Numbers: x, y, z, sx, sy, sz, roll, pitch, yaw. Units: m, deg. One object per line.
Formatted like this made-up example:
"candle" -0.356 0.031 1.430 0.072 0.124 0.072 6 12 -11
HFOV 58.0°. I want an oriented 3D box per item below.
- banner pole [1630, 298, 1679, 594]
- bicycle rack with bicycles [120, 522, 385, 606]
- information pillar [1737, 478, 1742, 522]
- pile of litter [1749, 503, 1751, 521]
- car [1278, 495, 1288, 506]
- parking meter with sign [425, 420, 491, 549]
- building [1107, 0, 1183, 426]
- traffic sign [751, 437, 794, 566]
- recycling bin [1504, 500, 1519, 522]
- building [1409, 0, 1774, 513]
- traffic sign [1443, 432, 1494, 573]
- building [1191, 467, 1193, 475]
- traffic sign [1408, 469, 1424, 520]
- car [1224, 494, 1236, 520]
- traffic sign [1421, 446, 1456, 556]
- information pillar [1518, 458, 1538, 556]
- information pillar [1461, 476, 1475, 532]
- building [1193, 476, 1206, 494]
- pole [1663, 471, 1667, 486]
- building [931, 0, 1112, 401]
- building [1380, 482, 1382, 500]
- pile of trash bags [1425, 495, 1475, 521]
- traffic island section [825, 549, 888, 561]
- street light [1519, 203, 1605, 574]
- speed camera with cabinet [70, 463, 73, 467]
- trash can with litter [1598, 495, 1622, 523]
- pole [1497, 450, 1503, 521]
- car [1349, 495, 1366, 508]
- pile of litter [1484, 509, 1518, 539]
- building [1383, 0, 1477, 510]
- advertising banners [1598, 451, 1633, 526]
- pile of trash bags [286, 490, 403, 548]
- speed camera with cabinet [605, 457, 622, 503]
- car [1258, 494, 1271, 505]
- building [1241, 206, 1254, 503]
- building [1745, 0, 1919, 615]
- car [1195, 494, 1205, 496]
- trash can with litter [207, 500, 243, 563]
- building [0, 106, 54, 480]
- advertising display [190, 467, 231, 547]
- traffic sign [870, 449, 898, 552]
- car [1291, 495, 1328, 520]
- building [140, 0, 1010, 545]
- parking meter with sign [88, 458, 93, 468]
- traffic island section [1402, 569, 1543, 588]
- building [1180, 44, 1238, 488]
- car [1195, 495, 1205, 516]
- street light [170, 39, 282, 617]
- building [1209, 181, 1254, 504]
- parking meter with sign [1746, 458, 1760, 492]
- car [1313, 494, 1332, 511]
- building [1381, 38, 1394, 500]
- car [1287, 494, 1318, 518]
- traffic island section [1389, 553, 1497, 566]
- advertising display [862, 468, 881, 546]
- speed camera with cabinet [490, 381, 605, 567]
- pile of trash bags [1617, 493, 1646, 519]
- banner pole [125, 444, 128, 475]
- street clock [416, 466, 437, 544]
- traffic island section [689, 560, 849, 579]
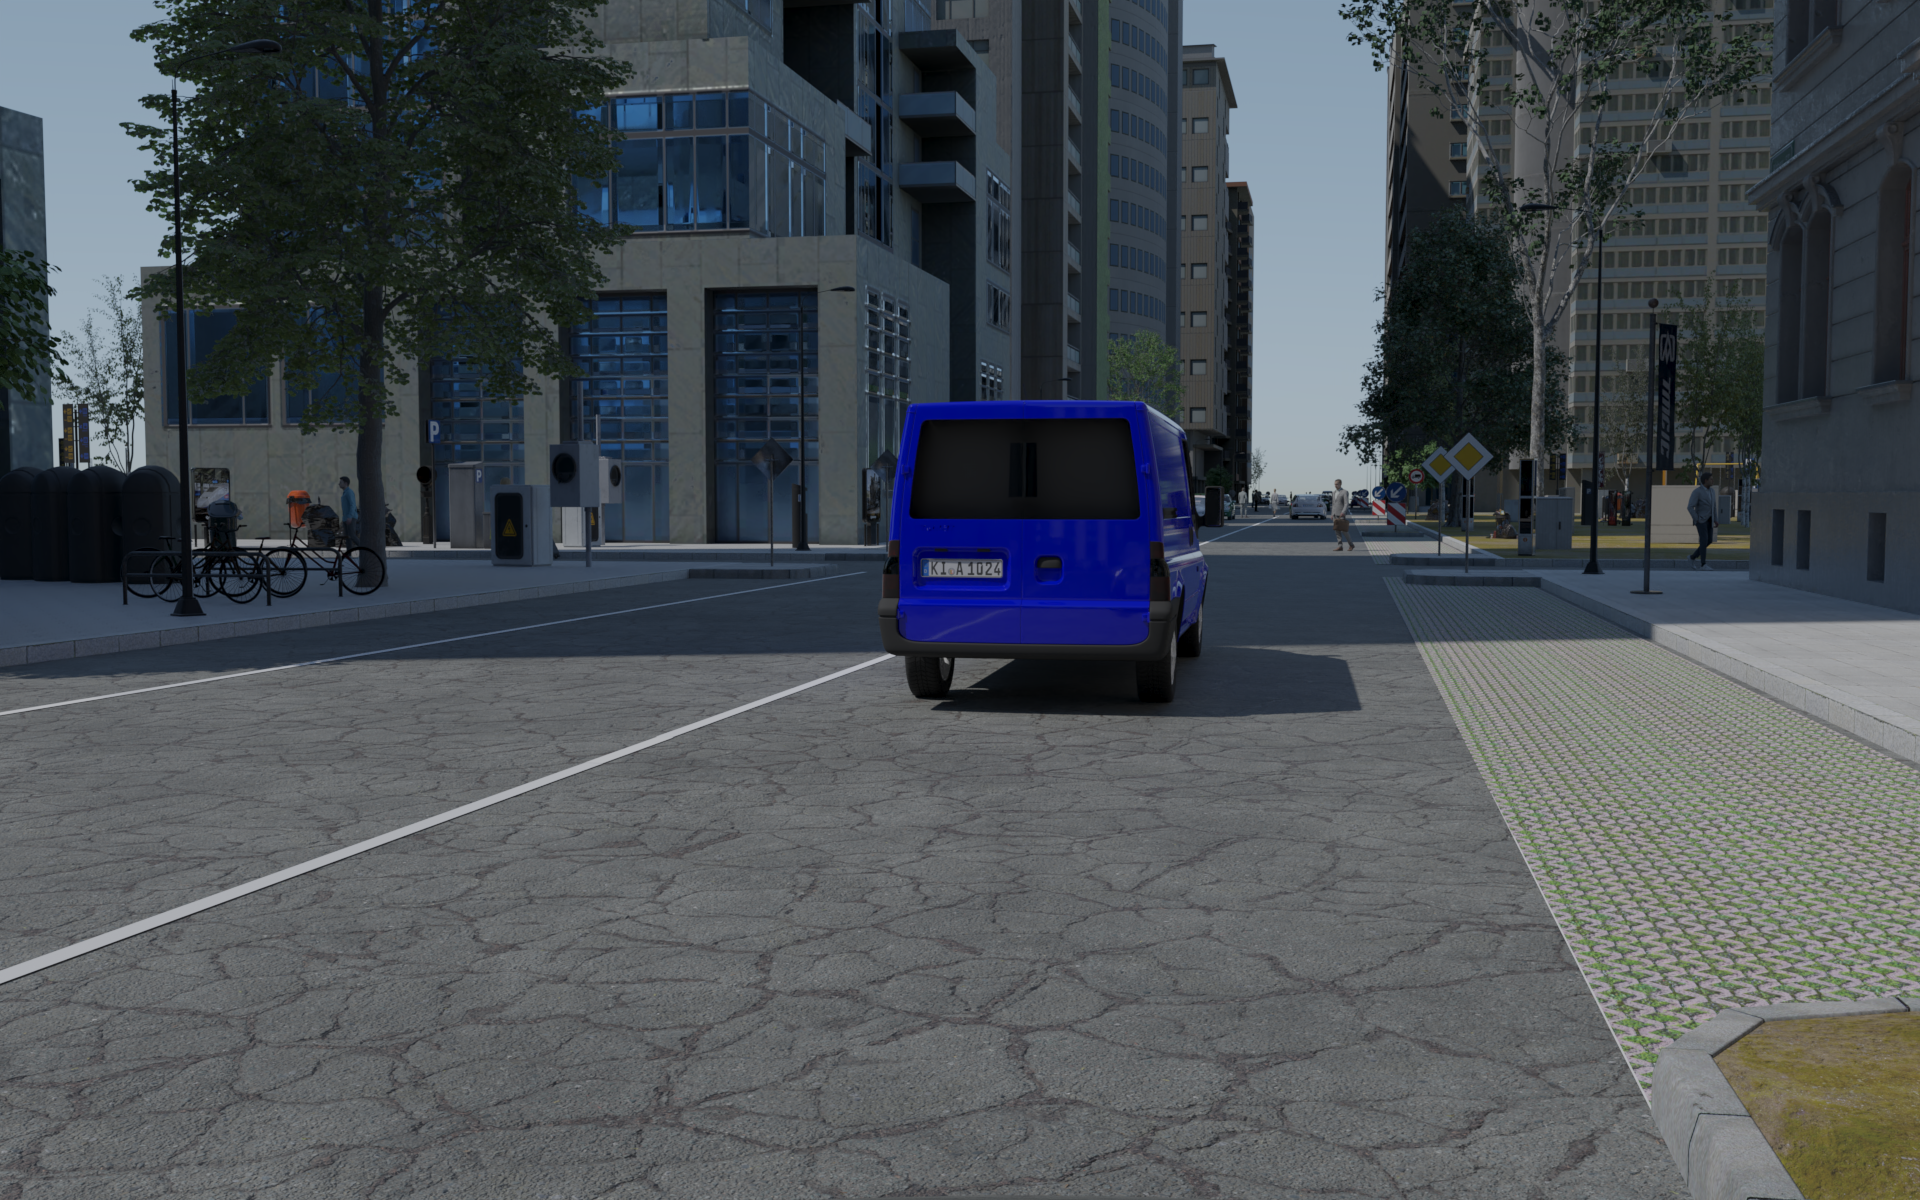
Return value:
"banner pole" 9.029 -1.979 22.370 0.863 3.779 0.401 -3 5 -40
"bicycle rack with bicycles" -8.850 -0.465 20.982 2.925 0.926 2.852 0 4 8
"information pillar" 36.168 -4.631 80.205 0.304 2.012 0.304 2 4 25
"pile of litter" 37.441 -4.124 81.393 1.719 0.858 1.176 -2 4 -24
"car" 39.622 -12.349 214.262 2.083 1.381 4.827 1 4 12
"parking meter with sign" -11.604 -2.717 40.682 1.738 3.016 0.543 1 4 12
"building" 4.551 -35.807 127.448 21.231 58.520 28.212 1 4 12
"traffic sign" -3.330 -1.652 30.655 0.795 2.450 0.064 1 4 12
"recycling bin" 25.319 -4.081 79.275 0.722 1.027 0.722 2 4 27
"building" 48.934 -26.334 122.448 32.217 40.220 23.993 1 4 12
"traffic sign" 8.235 -1.496 28.103 0.795 2.450 0.064 1 4 12
"building" 9.841 -43.584 150.848 20.563 71.187 20.611 1 4 12
"traffic sign" 22.859 -5.302 86.797 0.768 2.556 0.104 1 4 15
"car" 14.395 -5.202 96.854 2.131 1.459 4.920 1 4 13
"traffic sign" 9.948 -1.973 35.903 0.795 2.450 0.064 1 4 12
"information pillar" 11.773 -1.923 35.929 0.304 2.012 0.304 2 4 31
"information pillar" 17.372 -3.348 59.237 0.304 2.012 0.304 -3 5 -40
"building" 8.386 -29.542 174.900 32.217 40.220 23.993 1 4 12
"pole" 39.437 -6.306 96.951 0.158 3.312 0.155 0 3 0
"building" -0.150 -24.775 88.669 14.154 41.232 14.086 1 4 12
"building" 77.077 -34.039 248.420 32.217 40.220 23.993 1 4 12
"pile of trash bags" 24.219 -4.574 84.545 1.912 1.369 3.447 3 5 41
"traffic island section" -1.641 -0.993 38.521 2.009 0.180 2.903 1 4 12
"street light" 9.639 -3.377 27.748 1.470 5.913 1.316 1 4 12
"speed camera with cabinet" -32.147 -4.268 64.115 2.038 3.252 0.660 -3 5 -39
"trash can with litter" 29.424 -4.119 78.404 1.678 1.210 2.233 0 4 -5
"pole" 22.637 -4.818 72.616 0.158 3.312 0.155 0 3 0
"car" 41.052 -10.127 178.154 1.945 1.354 3.894 1 4 12
"pile of litter" 15.816 -2.197 49.883 1.176 0.858 1.719 0 4 -4
"building" 52.796 -33.331 168.658 21.300 48.544 21.600 1 4 12
"advertising banners" 26.413 -4.514 69.985 0.090 3.025 2.074 -1 4 -23
"pile of trash bags" -15.323 -2.000 42.458 3.447 1.369 1.912 2 4 32
"speed camera with cabinet" -9.016 -2.944 42.474 0.660 3.252 2.038 1 4 16
"car" 38.766 -12.954 221.586 2.009 1.686 4.222 1 4 13
"building" 36.403 -37.221 258.677 14.600 45.320 14.200 1 4 12
"building" 15.534 -13.796 12.961 14.401 28.519 23.554 1 4 12
"car" 17.162 -6.996 123.188 1.959 1.807 4.718 1 4 10
"trash can with litter" -13.779 -1.291 32.497 0.624 1.170 1.055 -1 4 -22
"building" -33.222 -43.255 19.892 31.000 86.520 22.319 1 4 12
"advertising display" -18.261 -2.265 42.239 0.123 1.923 0.974 2 4 35
"traffic sign" -1.617 -2.129 38.454 0.795 2.450 0.064 1 4 12
"car" 19.808 -5.252 98.229 2.083 1.381 4.827 1 4 14
"building" -10.152 -45.602 58.265 22.319 86.520 31.000 1 4 12
"parking meter with sign" -41.610 -5.410 84.720 1.738 3.016 0.543 -1 4 -14
"traffic island section" 8.260 -0.361 28.175 2.009 0.180 2.903 1 4 12
"building" 18.392 -38.015 210.778 28.713 52.752 27.495 1 4 12
"car" 10.670 -4.083 79.121 2.083 1.381 4.827 1 4 14
"street light" -7.617 -2.779 17.978 1.470 5.913 1.316 1 4 12
"building" 28.662 -35.704 238.384 22.147 44.769 28.867 1 4 12
"parking meter with sign" 39.207 -5.415 84.800 1.738 3.016 0.543 -2 4 -26
"car" 30.212 -8.186 145.635 2.131 1.459 4.920 1 4 12
"building" 65.631 -41.694 223.694 21.231 58.520 28.212 1 4 12
"car" 20.711 -5.780 104.294 2.009 1.686 4.222 1 4 11
"traffic island section" 9.973 -0.838 35.975 2.009 0.180 2.903 1 4 12
"advertising display" -2.189 -2.300 42.821 0.123 1.923 0.974 1 4 18
"speed camera with cabinet" -7.358 -2.218 30.606 2.038 3.252 0.660 2 4 27
"pile of trash bags" 35.445 -4.968 90.977 3.447 1.369 1.912 -2 4 -31
"banner pole" -41.487 -5.892 86.352 0.401 3.779 0.863 -3 4 -37
"street clock" -13.604 -2.426 44.230 0.471 2.002 0.358 1 4 17
"traffic island section" -3.354 -0.516 30.722 2.009 0.180 2.903 1 4 12
